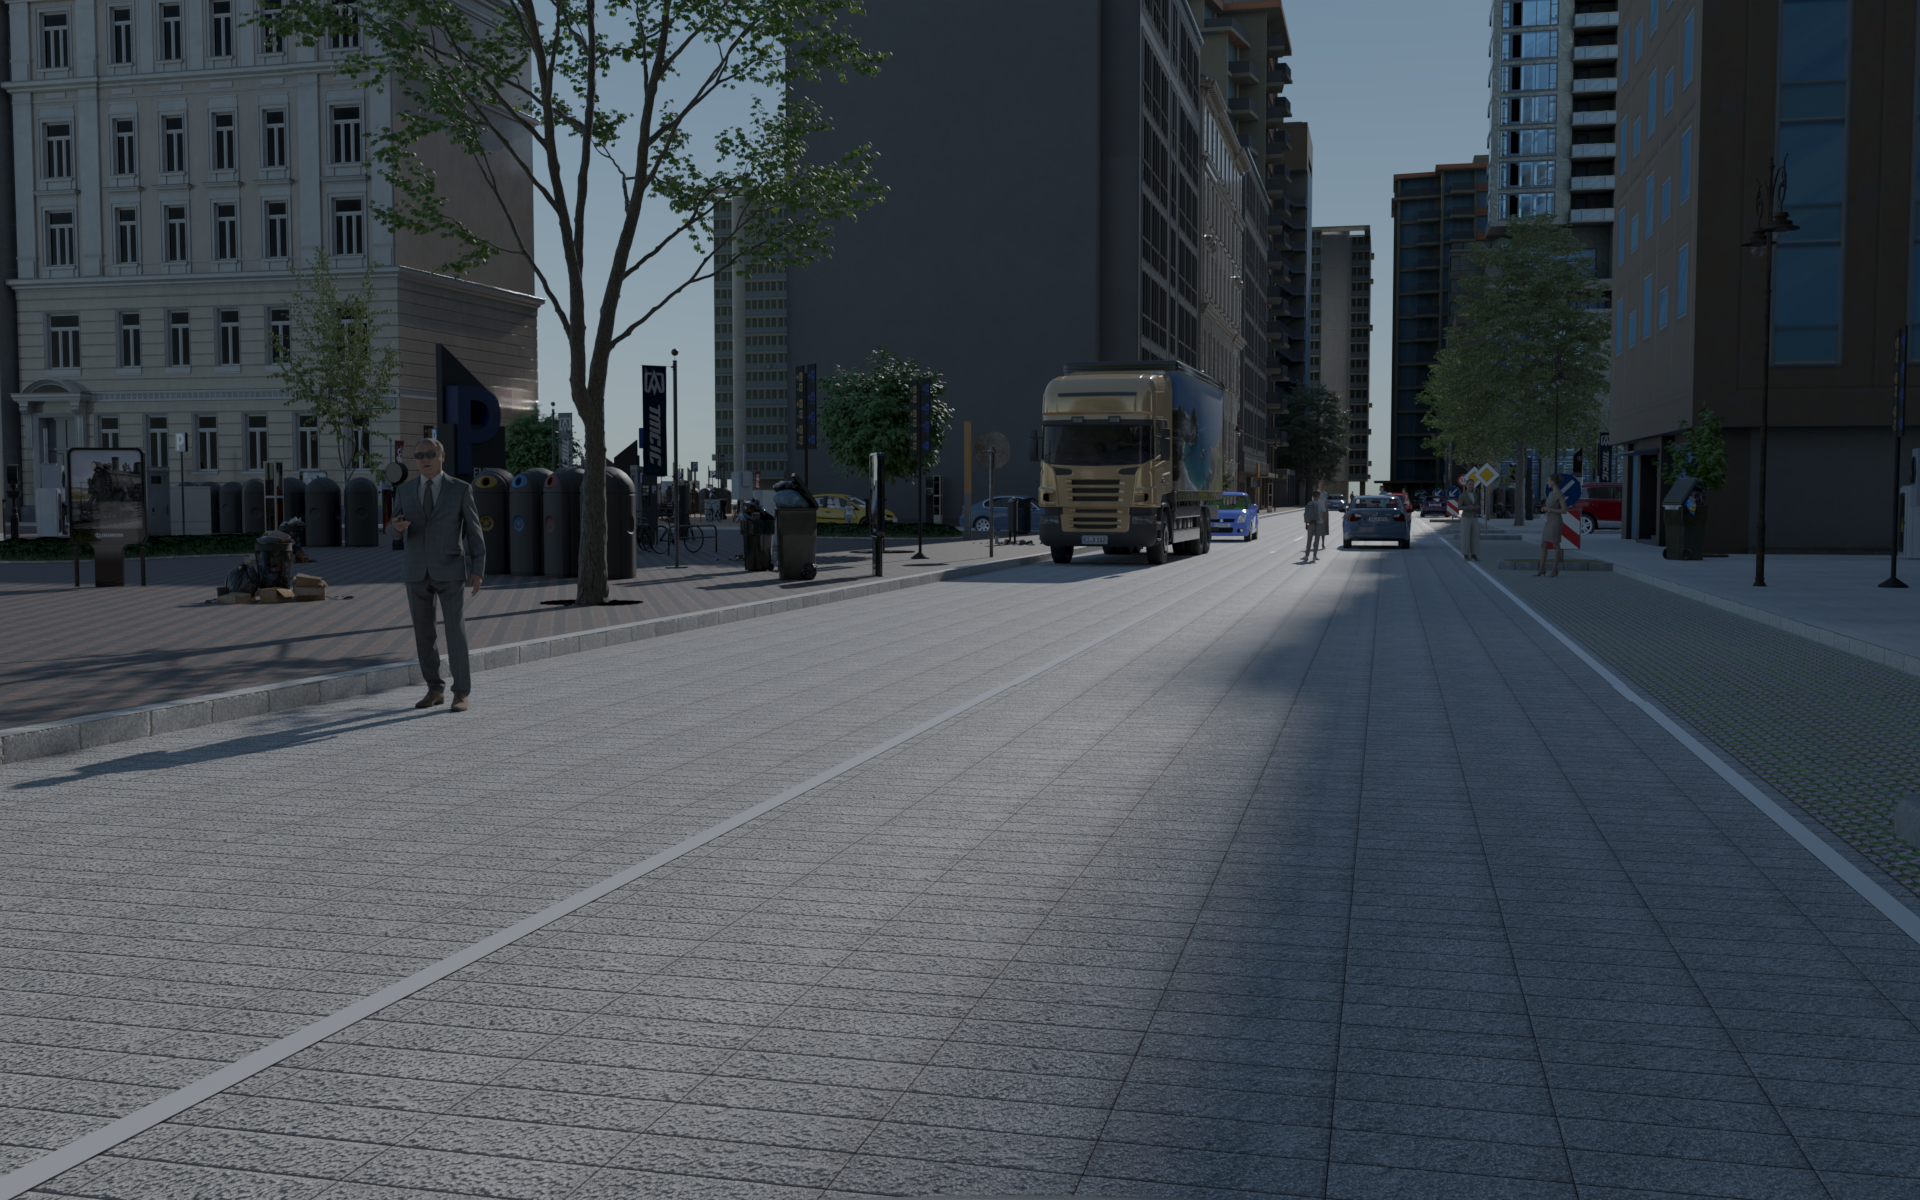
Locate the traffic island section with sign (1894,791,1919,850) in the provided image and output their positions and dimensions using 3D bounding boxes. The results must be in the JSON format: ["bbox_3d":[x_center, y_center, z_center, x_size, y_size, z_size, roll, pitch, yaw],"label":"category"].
[{"bbox_3d":[4.789,0.125,6.578,1.989,1.847,2.006,1,4,14],"label":"traffic island section with sign"}]

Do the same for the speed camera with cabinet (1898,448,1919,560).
[{"bbox_3d":[18.667,-2.398,33.540,0.660,3.252,2.038,1,4,21],"label":"speed camera with cabinet"}]

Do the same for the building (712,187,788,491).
[{"bbox_3d":[-15.024,-31.610,208.703,23.993,40.220,32.217,1,4,14],"label":"building"}]

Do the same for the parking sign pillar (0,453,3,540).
[{"bbox_3d":[-20.383,-2.903,35.944,1.447,3.967,1.447,-1,4,-8],"label":"parking sign pillar"}]

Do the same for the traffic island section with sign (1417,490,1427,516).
[{"bbox_3d":[31.164,-6.410,113.434,1.989,1.847,2.006,1,4,14],"label":"traffic island section with sign"}]

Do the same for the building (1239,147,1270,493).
[{"bbox_3d":[14.589,-20.379,126.696,14.314,27.812,24.014,1,4,14],"label":"building"}]

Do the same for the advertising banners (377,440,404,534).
[{"bbox_3d":[-18.475,-3.644,55.774,0.090,3.025,2.074,1,4,16],"label":"advertising banners"}]

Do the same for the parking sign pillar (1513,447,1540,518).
[{"bbox_3d":[29.939,-6.301,91.500,1.447,3.967,1.447,1,4,17],"label":"parking sign pillar"}]

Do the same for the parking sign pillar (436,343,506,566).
[{"bbox_3d":[-8.889,-2.635,31.554,1.447,3.967,1.447,2,4,29],"label":"parking sign pillar"}]

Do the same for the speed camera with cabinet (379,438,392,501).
[{"bbox_3d":[-19.437,-4.089,61.190,2.038,3.252,0.660,-2,4,-29],"label":"speed camera with cabinet"}]

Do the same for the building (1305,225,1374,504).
[{"bbox_3d":[44.128,-33.336,236.920,23.993,40.220,32.217,1,4,14],"label":"building"}]

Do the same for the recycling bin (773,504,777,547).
[{"bbox_3d":[-4.131,-1.819,42.300,0.722,1.027,0.722,1,4,10],"label":"recycling bin"}]

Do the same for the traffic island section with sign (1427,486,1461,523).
[{"bbox_3d":[24.701,-4.809,87.262,1.989,1.847,2.006,1,4,14],"label":"traffic island section with sign"}]

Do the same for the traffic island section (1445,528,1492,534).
[{"bbox_3d":[18.658,-2.481,62.845,2.009,0.180,2.903,1,4,14],"label":"traffic island section"}]

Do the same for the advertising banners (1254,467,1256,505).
[{"bbox_3d":[17.285,-6.444,101.551,0.090,3.025,2.074,1,4,11],"label":"advertising banners"}]

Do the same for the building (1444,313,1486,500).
[{"bbox_3d":[64.229,-20.271,176.477,27.650,21.520,28.899,1,4,14],"label":"building"}]

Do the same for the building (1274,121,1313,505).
[{"bbox_3d":[34.169,-33.994,205.907,14.200,45.320,14.600,1,4,14],"label":"building"}]

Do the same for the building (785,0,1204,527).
[{"bbox_3d":[2.712,-17.460,78.981,14.314,27.812,24.014,1,4,14],"label":"building"}]

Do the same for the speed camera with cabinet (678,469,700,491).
[{"bbox_3d":[-18.508,-7.514,117.181,2.038,3.252,0.660,3,4,37],"label":"speed camera with cabinet"}]

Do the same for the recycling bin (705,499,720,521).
[{"bbox_3d":[-12.062,-4.395,84.405,0.722,1.027,0.722,-1,4,-10],"label":"recycling bin"}]

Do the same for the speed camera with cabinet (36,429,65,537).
[{"bbox_3d":[-27.218,-3.517,51.847,0.660,3.252,2.038,-1,4,-21],"label":"speed camera with cabinet"}]

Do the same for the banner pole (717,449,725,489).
[{"bbox_3d":[-13.254,-6.481,95.977,0.401,3.779,0.863,2,4,25],"label":"banner pole"}]

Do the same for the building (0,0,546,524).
[{"bbox_3d":[-31.888,-18.099,81.824,20.117,28.700,13.634,1,4,14],"label":"building"}]

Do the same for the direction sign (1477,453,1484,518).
[{"bbox_3d":[28.186,-6.235,93.941,0.379,3.537,0.876,0,4,-5],"label":"direction sign"}]

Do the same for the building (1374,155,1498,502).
[{"bbox_3d":[69.193,-34.941,225.911,28.867,44.769,22.147,1,4,14],"label":"building"}]

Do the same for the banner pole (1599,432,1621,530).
[{"bbox_3d":[23.126,-4.381,61.642,0.863,3.779,0.401,0,4,-3],"label":"banner pole"}]

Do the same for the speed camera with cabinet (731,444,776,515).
[{"bbox_3d":[-8.138,-4.583,69.262,2.038,3.252,0.660,-3,5,-40],"label":"speed camera with cabinet"}]

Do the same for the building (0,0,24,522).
[{"bbox_3d":[-51.514,-16.389,85.984,19.932,24.808,12.078,1,4,14],"label":"building"}]

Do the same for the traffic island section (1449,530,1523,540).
[{"bbox_3d":[16.743,-2.007,55.092,2.009,0.180,2.903,1,4,14],"label":"traffic island section"}]

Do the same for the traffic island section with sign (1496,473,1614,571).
[{"bbox_3d":[11.307,-1.492,33.024,1.989,1.847,2.006,1,4,14],"label":"traffic island section with sign"}]

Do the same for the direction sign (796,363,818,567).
[{"bbox_3d":[-2.700,-2.352,30.451,0.379,3.537,0.876,-2,4,-28],"label":"direction sign"}]

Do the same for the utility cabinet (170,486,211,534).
[{"bbox_3d":[-22.503,-2.559,50.516,0.318,1.500,1.173,3,5,43],"label":"utility cabinet"}]

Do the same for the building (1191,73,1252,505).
[{"bbox_3d":[9.943,-18.667,102.463,12.463,27.353,25.104,1,4,14],"label":"building"}]

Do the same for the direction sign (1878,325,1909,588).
[{"bbox_3d":[12.820,-1.938,23.689,0.379,3.537,0.876,1,4,20],"label":"direction sign"}]

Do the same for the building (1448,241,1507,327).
[{"bbox_3d":[63.056,-26.110,198.597,14.160,30.474,14.107,1,4,14],"label":"building"}]

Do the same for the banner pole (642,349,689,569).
[{"bbox_3d":[-5.090,-2.431,29.757,0.863,3.779,0.401,-3,4,-37],"label":"banner pole"}]

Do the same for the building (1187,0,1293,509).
[{"bbox_3d":[17.932,-30.603,154.981,22.147,44.769,28.867,1,4,14],"label":"building"}]

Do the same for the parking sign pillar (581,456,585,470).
[{"bbox_3d":[-26.033,-8.042,119.953,1.447,3.967,1.447,-3,4,-36],"label":"parking sign pillar"}]

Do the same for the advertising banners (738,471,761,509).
[{"bbox_3d":[-15.996,-8.274,131.468,2.074,3.025,0.090,-3,4,-36],"label":"advertising banners"}]

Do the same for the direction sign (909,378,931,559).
[{"bbox_3d":[-0.789,-2.582,34.220,0.379,3.537,0.876,-2,4,-28],"label":"direction sign"}]

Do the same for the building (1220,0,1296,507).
[{"bbox_3d":[24.410,-45.311,179.083,20.563,71.187,20.611,1,4,14],"label":"building"}]

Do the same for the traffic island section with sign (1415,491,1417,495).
[{"bbox_3d":[43.074,-9.359,161.640,1.989,1.847,2.006,1,4,14],"label":"traffic island section with sign"}]

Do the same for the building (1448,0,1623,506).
[{"bbox_3d":[54.003,-50.982,146.220,22.319,86.520,31.000,1,4,14],"label":"building"}]

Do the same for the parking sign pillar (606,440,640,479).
[{"bbox_3d":[-16.575,-5.984,86.315,1.447,3.967,1.447,1,4,20],"label":"parking sign pillar"}]

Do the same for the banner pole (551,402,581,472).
[{"bbox_3d":[-10.803,-3.479,46.896,0.863,3.779,0.401,2,4,24],"label":"banner pole"}]

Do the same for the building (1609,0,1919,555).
[{"bbox_3d":[23.894,-23.888,40.678,14.600,45.320,14.200,1,4,14],"label":"building"}]

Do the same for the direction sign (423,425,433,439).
[{"bbox_3d":[-17.322,-3.995,57.323,0.379,3.537,0.876,3,5,44],"label":"direction sign"}]

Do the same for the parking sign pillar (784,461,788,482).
[{"bbox_3d":[-9.314,-6.688,97.824,1.447,3.967,1.447,-3,5,-44],"label":"parking sign pillar"}]
